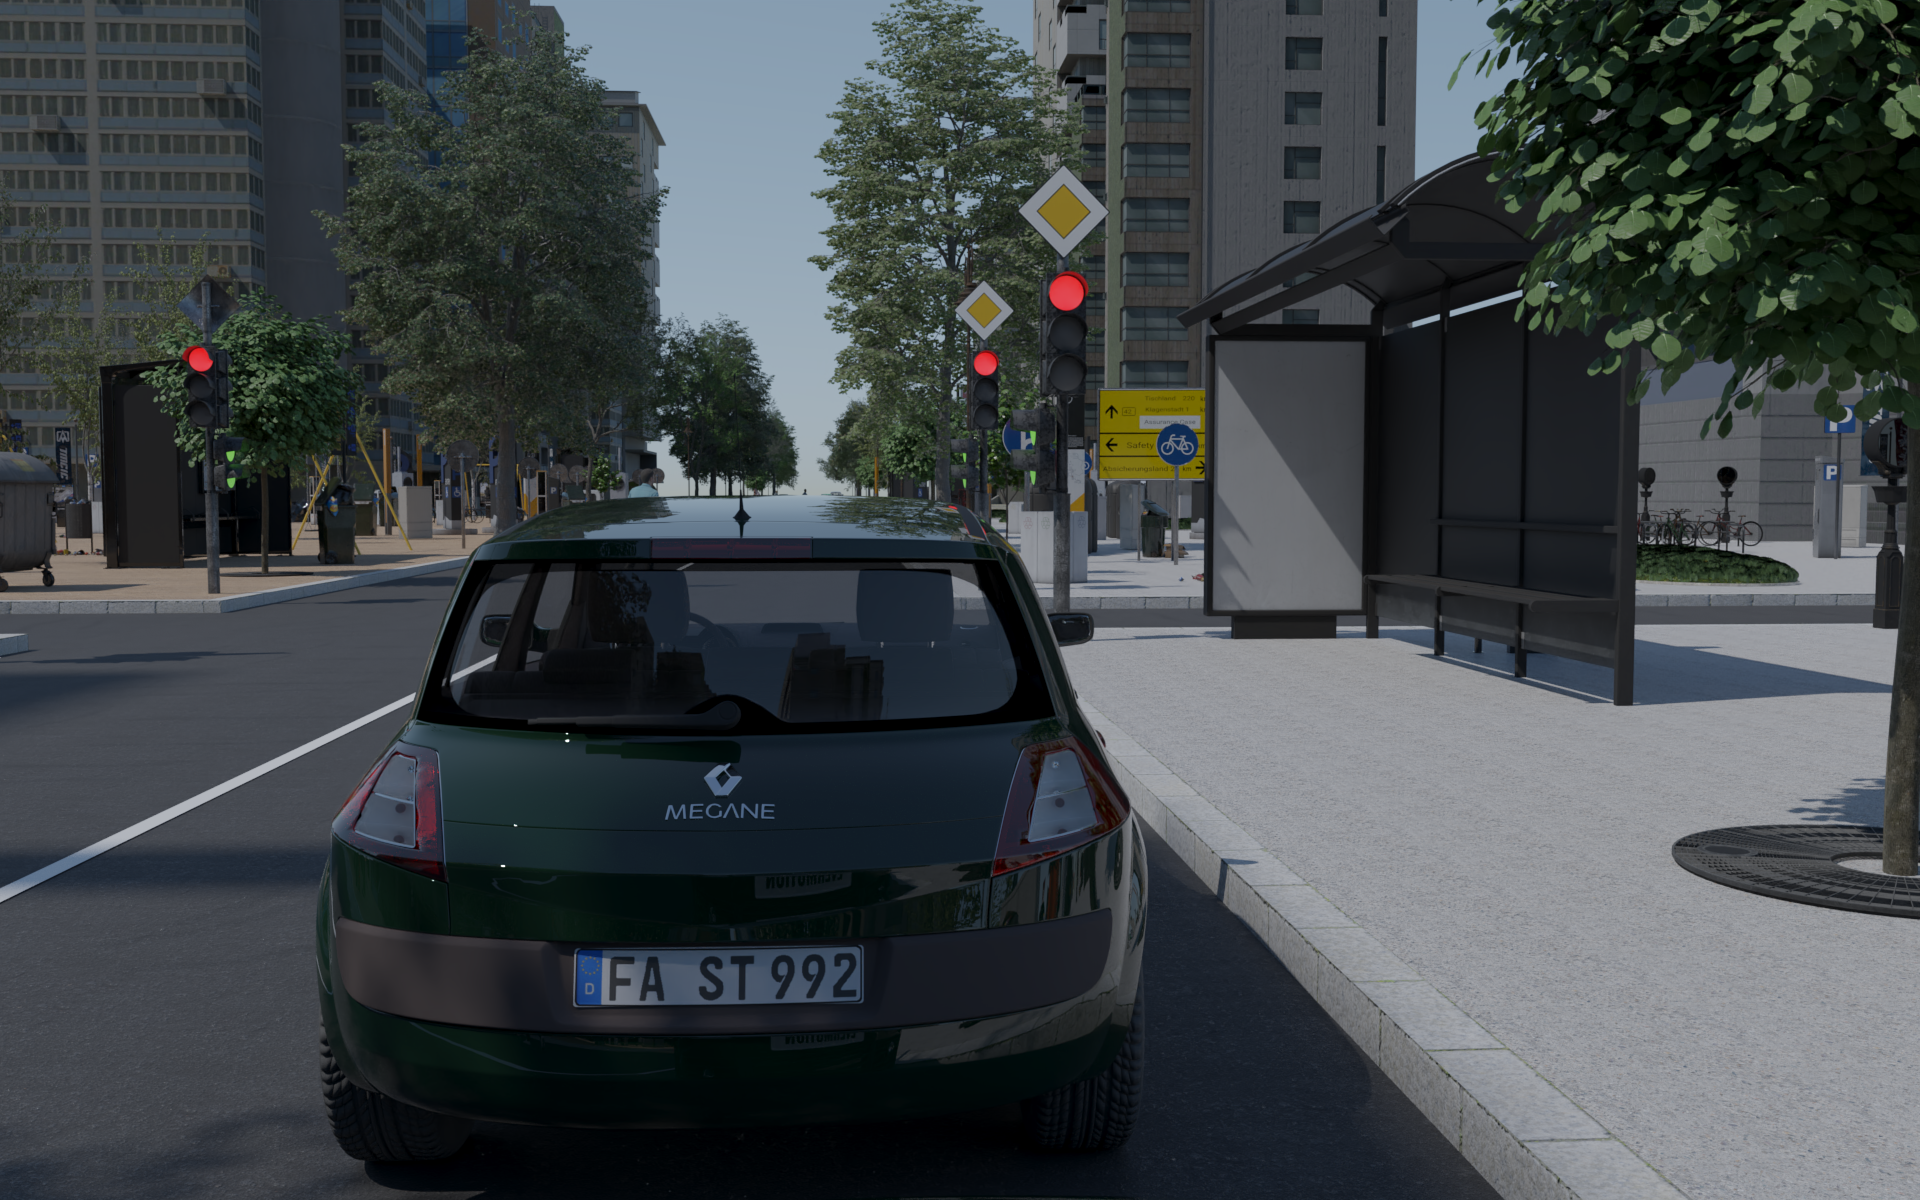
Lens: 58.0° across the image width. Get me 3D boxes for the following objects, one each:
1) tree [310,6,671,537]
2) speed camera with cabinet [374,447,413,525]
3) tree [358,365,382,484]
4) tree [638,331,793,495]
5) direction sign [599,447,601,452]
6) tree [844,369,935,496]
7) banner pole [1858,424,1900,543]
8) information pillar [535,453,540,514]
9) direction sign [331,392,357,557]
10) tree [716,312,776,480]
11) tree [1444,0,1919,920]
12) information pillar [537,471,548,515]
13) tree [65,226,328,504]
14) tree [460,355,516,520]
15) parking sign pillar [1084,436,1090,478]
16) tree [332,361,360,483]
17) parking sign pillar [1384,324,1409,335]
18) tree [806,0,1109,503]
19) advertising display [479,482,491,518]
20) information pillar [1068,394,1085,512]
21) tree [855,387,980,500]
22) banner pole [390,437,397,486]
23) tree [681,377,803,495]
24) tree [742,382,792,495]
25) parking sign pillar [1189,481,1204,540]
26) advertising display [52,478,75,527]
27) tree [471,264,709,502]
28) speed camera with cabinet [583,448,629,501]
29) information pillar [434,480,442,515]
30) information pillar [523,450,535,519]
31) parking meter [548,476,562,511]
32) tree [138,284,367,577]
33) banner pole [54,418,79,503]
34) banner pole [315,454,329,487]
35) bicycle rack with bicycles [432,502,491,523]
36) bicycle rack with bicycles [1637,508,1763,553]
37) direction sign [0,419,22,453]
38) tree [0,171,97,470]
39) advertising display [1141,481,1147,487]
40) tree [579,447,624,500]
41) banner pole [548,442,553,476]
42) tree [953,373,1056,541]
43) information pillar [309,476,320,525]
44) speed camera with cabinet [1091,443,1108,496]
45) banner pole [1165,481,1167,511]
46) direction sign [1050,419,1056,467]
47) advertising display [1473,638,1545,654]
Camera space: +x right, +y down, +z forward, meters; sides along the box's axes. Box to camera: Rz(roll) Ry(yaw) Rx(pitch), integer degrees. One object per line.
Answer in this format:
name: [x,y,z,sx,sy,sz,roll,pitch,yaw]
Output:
tree: [-12.463,-8.595,47.179,9.857,13.997,8.962,0,3,0]
speed camera with cabinet: [-23.569,-4.736,71.776,0.660,3.252,2.038,2,4,25]
tree: [-32.845,-8.676,92.217,4.737,8.622,4.395,0,3,0]
tree: [-17.088,-11.360,111.489,9.928,11.665,9.643,0,3,0]
direction sign: [-17.295,-5.581,83.242,0.379,3.537,0.876,0,4,-7]
tree: [-3.122,-8.410,87.867,4.360,8.622,3.978,0,3,0]
banner pole: [15.362,-2.372,28.794,0.401,3.779,0.863,-2,4,-33]
information pillar: [-19.603,-5.408,79.767,0.504,3.616,0.183,-3,5,-40]
direction sign: [-12.499,-2.640,35.163,0.379,3.537,0.876,1,4,12]
tree: [-17.653,-13.247,123.247,9.857,13.997,8.962,0,3,0]
tree: [3.118,-1.343,5.666,4.285,4.588,4.351,0,3,0]
information pillar: [-13.221,-3.079,54.827,0.304,2.012,0.304,-1,4,-8]
tree: [-21.196,-5.989,48.275,4.737,8.622,4.395,0,3,0]
tree: [-23.632,-8.222,84.796,4.360,8.622,3.978,0,3,0]
parking sign pillar: [5.918,-5.659,80.995,1.447,3.967,1.447,-1,4,-16]
tree: [-26.773,-7.151,67.284,4.737,8.622,4.395,0,3,0]
parking sign pillar: [6.572,-2.228,24.902,1.447,3.967,1.447,3,5,42]
tree: [-0.125,-7.436,39.710,7.486,12.596,7.792,0,3,0]
advertising display: [-25.162,-5.341,92.534,0.974,1.923,0.123,0,4,-6]
information pillar: [2.064,-2.500,32.230,0.504,3.616,0.183,0,4,-3]
tree: [-0.815,-4.048,49.895,4.285,4.588,4.351,0,3,0]
banner pole: [-24.745,-5.240,75.699,0.401,3.779,0.863,0,4,1]
tree: [-20.536,-14.490,153.919,9.611,12.733,9.660,0,3,0]
tree: [-21.731,-16.057,172.899,12.009,13.543,11.850,0,3,0]
parking sign pillar: [7.266,-3.721,49.306,1.447,3.967,1.447,3,4,36]
advertising display: [-34.723,-3.774,66.917,0.123,1.923,0.974,3,4,36]
tree: [-13.934,-7.975,64.811,8.767,10.594,7.601,-2,4,-31]
speed camera with cabinet: [-15.145,-4.843,73.511,2.038,3.252,0.660,0,4,2]
information pillar: [-28.085,-5.430,93.266,0.304,2.012,0.304,1,4,11]
information pillar: [-19.696,-5.350,78.834,0.183,3.616,0.504,1,4,15]
parking meter: [-13.280,-3.125,56.806,0.399,1.863,0.255,0,4,2]
tree: [-11.052,-2.661,27.218,4.285,4.588,4.351,0,3,0]
banner pole: [-29.485,-4.118,57.351,0.863,3.779,0.401,-1,4,-19]
banner pole: [-27.698,-5.202,75.071,0.401,3.779,0.863,2,4,35]
bicycle rack with bicycles: [-22.079,-3.834,76.068,2.925,0.926,2.852,-3,5,-40]
bicycle rack with bicycles: [16.127,-1.530,38.390,2.852,0.926,2.925,1,4,14]
direction sign: [-28.727,-3.685,52.241,0.379,3.537,0.876,3,5,42]
tree: [-18.072,-4.942,31.159,4.360,8.622,3.978,0,3,0]
advertising display: [7.018,-3.921,69.321,0.974,1.923,0.123,2,4,24]
tree: [-14.677,-4.711,71.622,1.663,3.219,1.824,0,3,0]
banner pole: [-18.783,-5.470,79.452,0.401,3.779,0.863,-2,4,-30]
tree: [0.719,-2.041,27.966,1.663,3.219,1.824,0,3,0]
information pillar: [-26.857,-4.137,72.136,0.304,2.012,0.304,3,5,41]
speed camera with cabinet: [5.256,-4.429,66.754,0.660,3.252,2.038,1,4,15]
banner pole: [9.329,-5.393,78.191,0.401,3.779,0.863,0,4,6]
direction sign: [2.418,-3.528,49.684,0.876,3.537,0.379,-3,5,-41]
advertising display: [4.608,-0.532,13.916,0.974,1.923,0.123,0,4,3]
